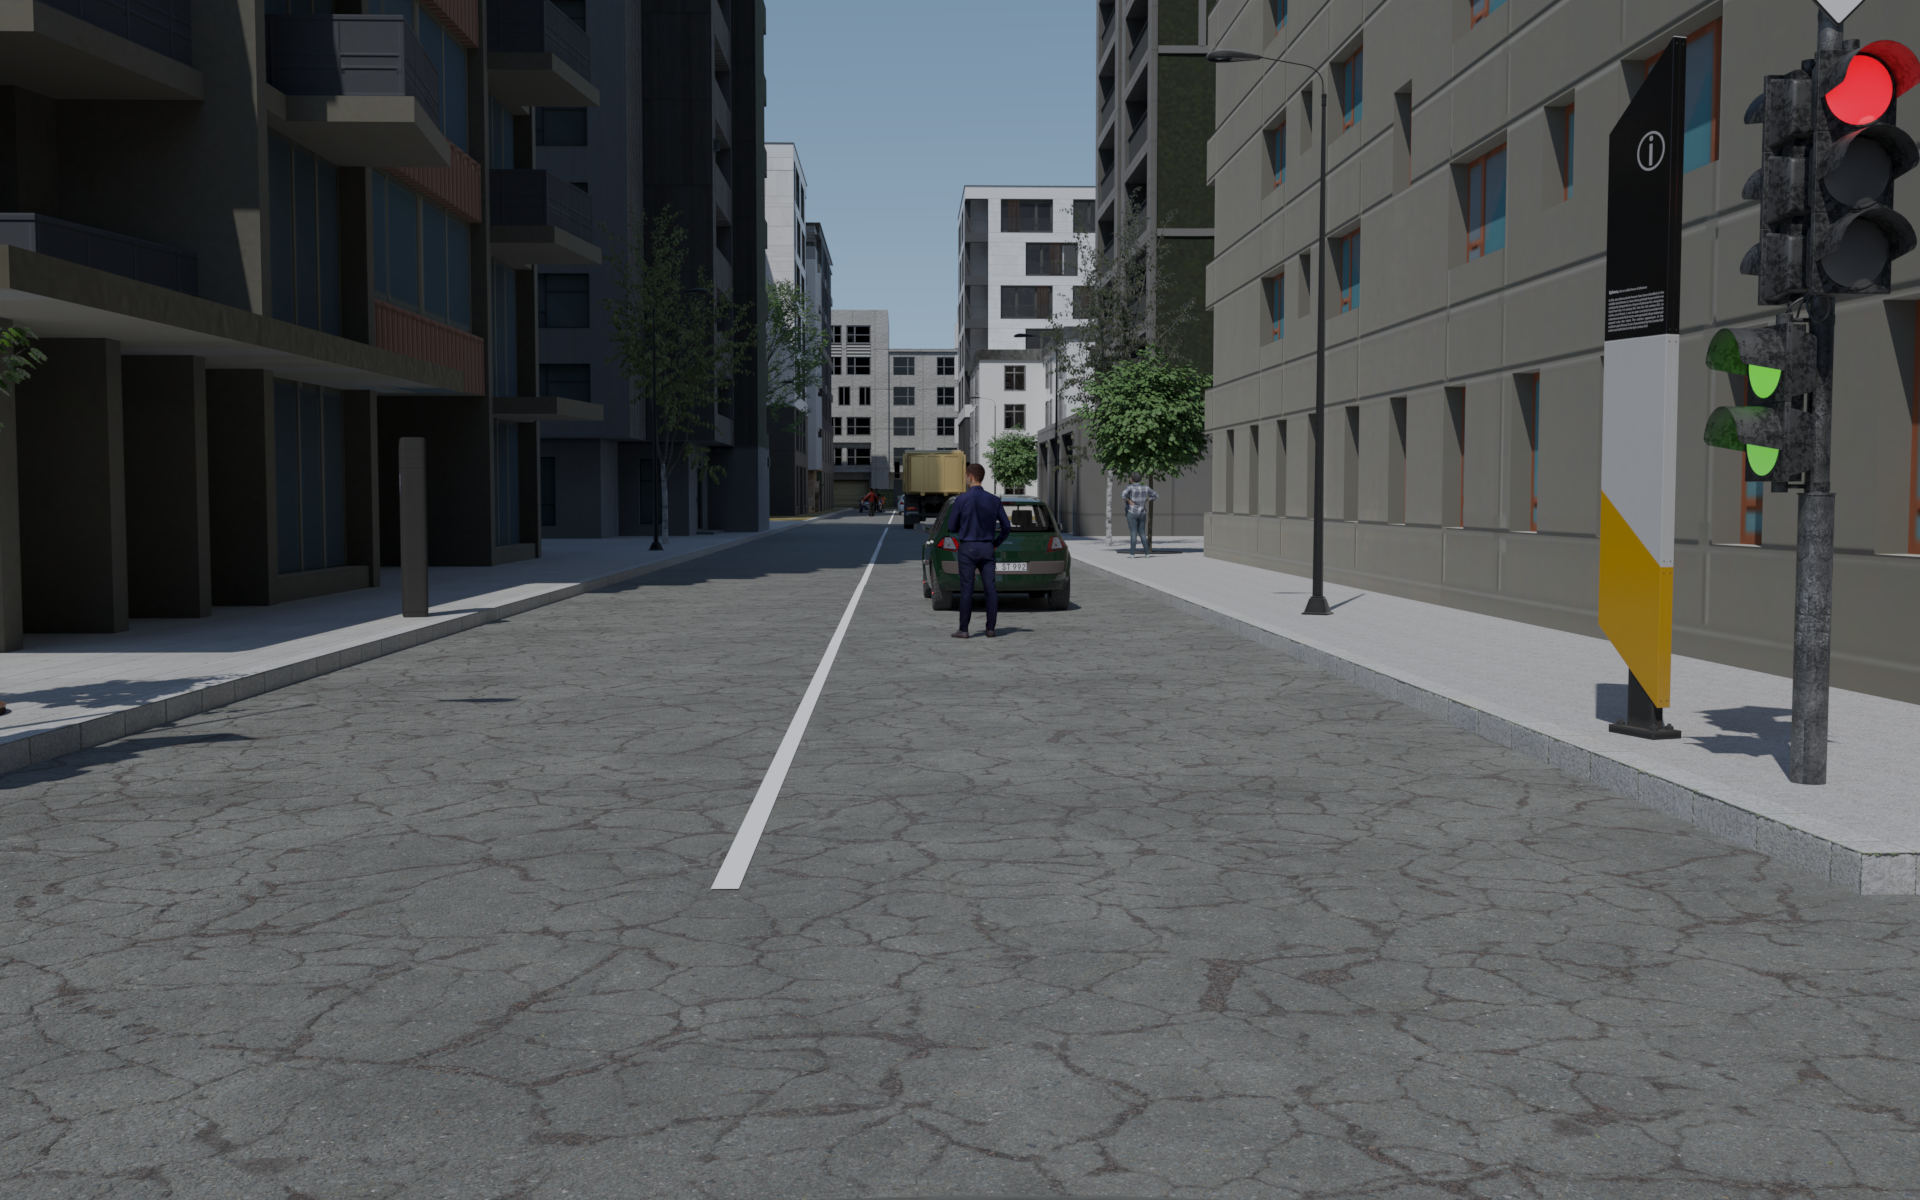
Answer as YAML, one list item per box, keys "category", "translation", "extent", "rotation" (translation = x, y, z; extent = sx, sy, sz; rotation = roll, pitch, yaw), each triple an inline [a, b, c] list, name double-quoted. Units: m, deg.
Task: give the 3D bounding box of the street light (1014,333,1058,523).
- category: "street light"
  translation: [2.253, -4.751, 50.221]
  extent: [1.470, 5.913, 1.316]
  rotation: [0, 4, -2]

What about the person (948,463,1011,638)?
- category: "person"
  translation: [0.157, -0.498, 17.348]
  extent: [0.576, 1.737, 0.504]
  rotation: [-2, 4, -28]

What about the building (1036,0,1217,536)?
- category: "building"
  translation: [13.536, -37.735, 55.219]
  extent: [20.563, 71.187, 20.611]
  rotation: [0, 4, -2]

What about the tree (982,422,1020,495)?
- category: "tree"
  translation: [2.593, -5.860, 79.521]
  extent: [4.285, 4.588, 4.351]
  rotation: [0, 3, 0]

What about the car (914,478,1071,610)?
- category: "car"
  translation: [0.414, -0.793, 22.751]
  extent: [2.009, 1.686, 4.222]
  rotation: [0, 4, -3]

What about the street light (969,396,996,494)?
- category: "street light"
  translation: [1.128, -6.718, 82.376]
  extent: [1.470, 5.913, 1.316]
  rotation: [0, 4, -2]

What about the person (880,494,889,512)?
- category: "person"
  translation: [-6.203, -7.837, 139.896]
  extent: [1.065, 1.426, 0.557]
  rotation: [3, 4, 38]

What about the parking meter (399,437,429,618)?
- category: "parking meter"
  translation: [-5.716, -0.759, 18.119]
  extent: [0.255, 1.863, 0.399]
  rotation: [-1, 4, -20]

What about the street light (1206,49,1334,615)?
- category: "street light"
  translation: [3.272, -2.798, 18.281]
  extent: [1.470, 5.913, 1.316]
  rotation: [0, 4, -2]

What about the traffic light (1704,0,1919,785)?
- category: "traffic light"
  translation: [3.754, -1.142, 7.590]
  extent: [0.839, 4.253, 0.868]
  rotation: [0, 4, -2]

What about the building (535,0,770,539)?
- category: "building"
  translation: [-13.700, -17.318, 54.843]
  extent: [14.160, 30.474, 14.107]
  rotation: [0, 4, -2]

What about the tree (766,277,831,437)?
- category: "tree"
  translation: [-9.348, -9.284, 77.550]
  extent: [9.928, 11.665, 9.643]
  rotation: [0, 3, 0]

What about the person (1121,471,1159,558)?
- category: "person"
  translation: [3.543, -1.702, 34.590]
  extent: [0.841, 1.734, 0.376]
  rotation: [-1, 4, -19]

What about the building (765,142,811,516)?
- category: "building"
  translation: [-23.498, -15.558, 98.341]
  extent: [27.936, 21.610, 32.646]
  rotation: [0, 4, -2]

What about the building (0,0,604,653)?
- category: "building"
  translation: [-17.745, -22.642, 24.824]
  extent: [22.147, 44.769, 28.867]
  rotation: [0, 4, -2]

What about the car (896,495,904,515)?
- category: "car"
  translation: [-3.335, -6.463, 117.665]
  extent: [2.014, 1.417, 4.499]
  rotation: [0, 4, -2]

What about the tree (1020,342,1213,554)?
- category: "tree"
  translation: [4.039, -3.286, 37.445]
  extent: [4.285, 4.588, 4.351]
  rotation: [0, 3, 0]

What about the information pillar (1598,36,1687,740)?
- category: "information pillar"
  translation: [3.612, -1.090, 9.177]
  extent: [0.183, 3.616, 0.504]
  rotation: [-1, 4, -19]

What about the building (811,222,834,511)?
- category: "building"
  translation: [-27.247, -18.338, 143.793]
  extent: [32.646, 21.610, 27.936]
  rotation: [0, 4, -2]

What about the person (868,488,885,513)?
- category: "person"
  translation: [-6.298, -7.490, 130.598]
  extent: [1.348, 1.869, 0.705]
  rotation: [0, 4, -3]

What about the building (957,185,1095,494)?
- category: "building"
  translation: [13.702, -17.591, 131.583]
  extent: [27.936, 21.610, 32.646]
  rotation: [0, 4, -2]

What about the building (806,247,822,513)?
- category: "building"
  translation: [-17.619, -16.161, 120.652]
  extent: [16.016, 20.091, 11.380]
  rotation: [0, 4, -2]

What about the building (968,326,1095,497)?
- category: "building"
  translation: [5.532, -9.698, 100.709]
  extent: [9.099, 9.664, 28.070]
  rotation: [0, 4, -2]

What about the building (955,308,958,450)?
- category: "building"
  translation: [7.589, -18.165, 153.411]
  extent: [16.016, 20.091, 11.380]
  rotation: [0, 4, -2]

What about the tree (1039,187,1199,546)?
- category: "tree"
  translation: [3.726, -5.635, 42.498]
  extent: [4.360, 8.622, 3.978]
  rotation: [0, 3, 0]

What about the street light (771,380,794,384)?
- category: "street light"
  translation: [-7.460, -6.010, 70.810]
  extent: [1.470, 5.913, 1.316]
  rotation: [0, 4, -2]

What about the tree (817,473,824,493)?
- category: "tree"
  translation: [-10.720, -8.259, 129.636]
  extent: [1.663, 3.219, 1.824]
  rotation: [0, 3, 0]

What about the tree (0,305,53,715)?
- category: "tree"
  translation: [-6.188, -0.929, 9.791]
  extent: [1.663, 3.219, 1.824]
  rotation: [0, 3, 0]

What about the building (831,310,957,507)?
- category: "building"
  translation: [-15.597, -18.842, 174.518]
  extent: [31.486, 18.905, 16.747]
  rotation: [0, 4, -2]

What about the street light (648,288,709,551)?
- category: "street light"
  translation: [-6.372, -4.079, 39.232]
  extent: [1.470, 5.913, 1.316]
  rotation: [0, 4, -2]

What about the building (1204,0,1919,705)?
- category: "building"
  translation: [19.893, -10.794, 21.526]
  extent: [28.899, 21.520, 27.650]
  rotation: [0, 4, -2]

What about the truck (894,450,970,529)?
- category: "truck"
  translation: [-1.161, -4.831, 74.907]
  extent: [3.469, 3.379, 9.791]
  rotation: [0, 4, -1]

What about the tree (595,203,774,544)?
- category: "tree"
  translation: [-7.401, -5.728, 44.014]
  extent: [4.737, 8.622, 4.395]
  rotation: [0, 3, 0]

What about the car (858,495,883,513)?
- category: "car"
  translation: [-6.963, -7.457, 134.504]
  extent: [1.945, 1.354, 3.894]
  rotation: [0, 4, -4]

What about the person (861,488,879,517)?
- category: "person"
  translation: [-5.643, -6.201, 109.849]
  extent: [1.348, 1.831, 0.705]
  rotation: [-3, 4, -38]
